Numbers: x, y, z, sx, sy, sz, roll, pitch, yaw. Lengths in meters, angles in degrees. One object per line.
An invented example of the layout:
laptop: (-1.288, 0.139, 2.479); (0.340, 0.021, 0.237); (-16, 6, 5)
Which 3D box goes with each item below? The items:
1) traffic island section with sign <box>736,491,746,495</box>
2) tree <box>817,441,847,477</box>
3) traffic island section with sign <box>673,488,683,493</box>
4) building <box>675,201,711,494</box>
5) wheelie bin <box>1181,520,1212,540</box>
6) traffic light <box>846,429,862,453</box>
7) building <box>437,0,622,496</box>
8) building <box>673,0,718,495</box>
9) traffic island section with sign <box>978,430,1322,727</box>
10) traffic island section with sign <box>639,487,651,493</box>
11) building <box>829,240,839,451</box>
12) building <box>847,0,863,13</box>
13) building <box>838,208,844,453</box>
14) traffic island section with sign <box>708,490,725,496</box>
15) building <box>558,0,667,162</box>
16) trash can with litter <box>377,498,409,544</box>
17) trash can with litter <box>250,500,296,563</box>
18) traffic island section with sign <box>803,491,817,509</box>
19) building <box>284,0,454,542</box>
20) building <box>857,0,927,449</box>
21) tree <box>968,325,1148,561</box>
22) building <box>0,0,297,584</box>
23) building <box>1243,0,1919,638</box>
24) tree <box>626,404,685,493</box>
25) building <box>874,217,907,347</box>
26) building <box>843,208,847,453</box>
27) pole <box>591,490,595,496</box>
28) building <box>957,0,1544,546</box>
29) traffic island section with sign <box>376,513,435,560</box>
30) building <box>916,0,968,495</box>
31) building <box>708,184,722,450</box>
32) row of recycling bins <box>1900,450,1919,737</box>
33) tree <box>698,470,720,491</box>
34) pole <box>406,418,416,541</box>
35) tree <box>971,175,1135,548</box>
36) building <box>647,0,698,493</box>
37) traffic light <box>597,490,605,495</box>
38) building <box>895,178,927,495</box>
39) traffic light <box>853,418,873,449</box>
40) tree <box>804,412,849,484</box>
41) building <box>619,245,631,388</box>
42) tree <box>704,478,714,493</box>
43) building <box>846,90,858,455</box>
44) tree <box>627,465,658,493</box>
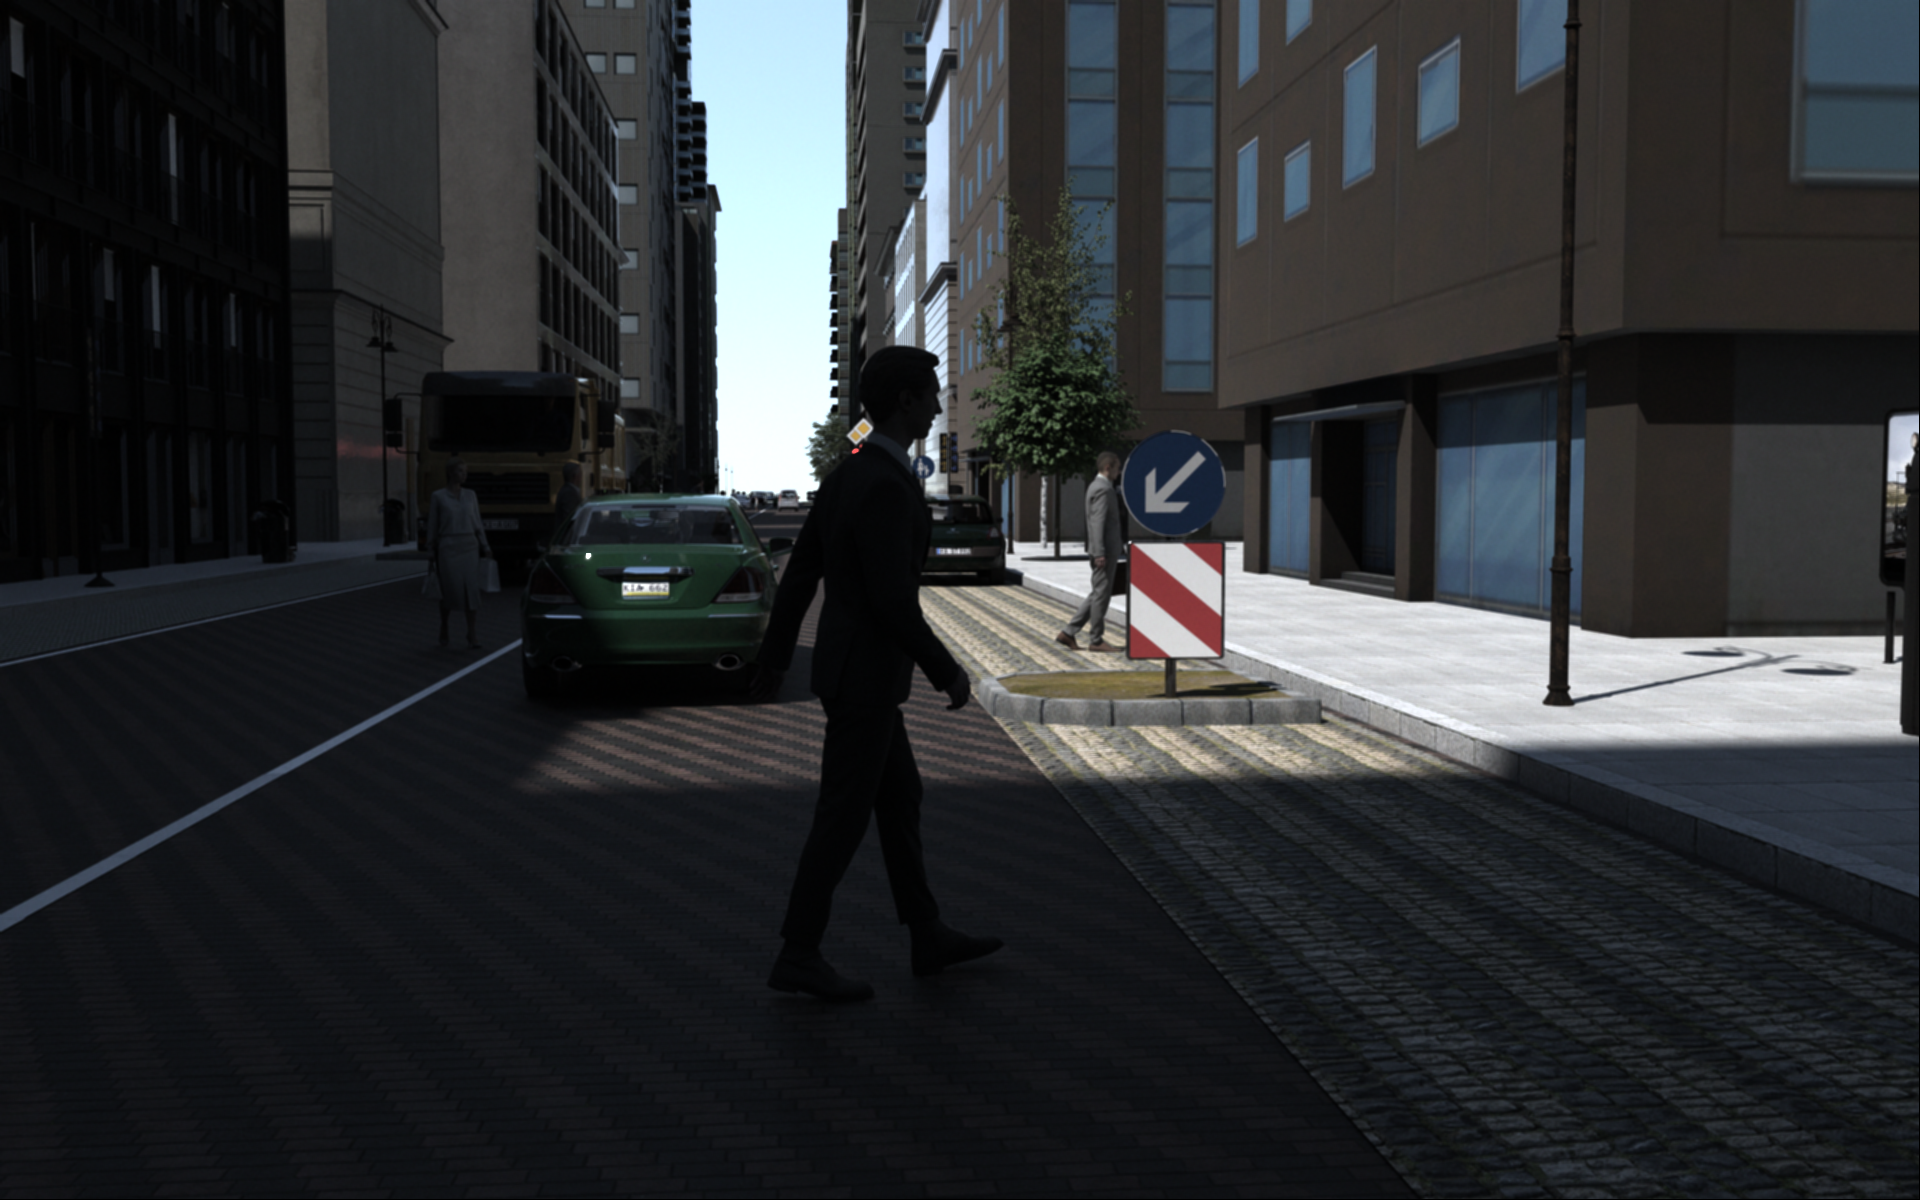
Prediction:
traffic island section with sign: (-34.657, -16.490, 278.230); (1.989, 1.847, 2.006); (0, 4, -5)
tree: (-16.905, -17.219, 231.896); (4.360, 8.622, 3.978); (0, 3, 0)
traffic island section with sign: (-19.538, -6.839, 120.440); (1.989, 1.847, 2.006); (0, 4, -5)
building: (-41.459, -33.754, 235.473); (14.154, 41.232, 14.086); (0, 4, -5)
wheelie bin: (5.465, -1.981, 40.296); (0.980, 1.594, 0.693); (-1, 4, -13)
traffic light: (-4.320, -5.062, 71.686); (0.839, 4.253, 0.868); (0, 4, -5)
building: (-28.453, -17.247, 86.510); (19.350, 26.468, 34.151); (0, 4, -5)
building: (-47.141, -57.712, 256.255); (22.319, 86.520, 31.000); (0, 4, -5)
traffic island section with sign: (1.156, -0.180, 11.565); (1.989, 1.847, 2.006); (0, 4, -5)
traffic island section with sign: (-16.943, -5.190, 93.478); (1.989, 1.847, 2.006); (0, 4, -5)
building: (-10.832, -38.982, 291.972); (22.147, 44.769, 28.867); (0, 4, -5)
building: (-5.299, -47.252, 210.828); (20.563, 71.187, 20.611); (0, 4, -5)
building: (-10.594, -34.637, 249.902); (14.154, 41.232, 14.086); (0, 4, -5)
traffic island section with sign: (-24.160, -9.790, 168.698); (1.989, 1.847, 2.006); (0, 4, -5)
building: (-40.872, -34.752, 157.426); (28.713, 52.752, 27.495); (0, 4, -5)
trash can with litter: (-14.574, -2.033, 44.624); (0.624, 1.170, 1.055); (0, 4, -5)
trash can with litter: (-12.846, -1.290, 32.477); (0.624, 1.170, 1.055); (0, 4, -8)
traffic island section with sign: (-16.676, -11.565, 197.714); (1.989, 1.847, 2.006); (0, 4, -5)
building: (-31.456, -13.346, 51.486); (30.059, 22.955, 16.112); (0, 4, -5)
building: (1.473, -32.905, 161.700); (21.300, 48.544, 21.600); (0, 4, -5)
tree: (1.961, -3.050, 33.577); (4.285, 4.588, 4.351); (0, 3, 0)
building: (-20.264, -12.238, 29.762); (12.332, 23.373, 15.834); (0, 4, -5)
building: (11.853, -22.702, 21.293); (14.600, 45.320, 14.200); (0, 4, -5)
tree: (-23.980, -11.450, 137.573); (4.360, 8.622, 3.978); (0, 3, 0)
building: (-0.964, -16.883, 126.941); (10.553, 20.767, 40.483); (0, 4, -5)
building: (-5.482, -31.205, 193.793); (14.154, 41.232, 14.086); (0, 4, -5)
pole: (-18.530, -5.723, 87.407); (0.158, 3.312, 0.155); (0, 3, 0)
building: (7.447, -24.561, 51.691); (14.600, 45.320, 14.200); (0, 4, -5)
traffic island section with sign: (-11.648, -1.808, 38.194); (1.989, 1.847, 2.006); (0, 4, -5)
building: (8.501, -17.954, 79.456); (20.117, 28.700, 13.634); (0, 4, -5)
building: (-54.033, -42.613, 285.954); (28.713, 52.752, 27.495); (0, 4, -5)
row of recycling bins: (6.810, -0.132, 9.276); (3.534, 1.692, 1.069); (-1, 4, -10)
tree: (-32.364, -14.548, 221.570); (4.285, 4.588, 4.351); (0, 3, 0)
pole: (-14.849, -3.241, 46.833); (0.158, 3.312, 0.155); (0, 3, 0)
tree: (2.018, -5.535, 40.867); (4.737, 8.622, 4.395); (0, 3, 0)
building: (-38.291, -45.442, 181.227); (20.563, 71.187, 20.611); (0, 4, -5)
traffic light: (-14.732, -5.000, 70.676); (0.839, 4.253, 0.868); (0, 4, -5)
building: (2.014, -14.908, 98.491); (10.420, 20.320, 16.860); (0, 4, -5)
traffic light: (-3.558, -4.576, 63.737); (0.839, 4.253, 0.868); (0, 4, -5)
tree: (-17.652, -19.600, 238.589); (7.486, 12.596, 7.792); (0, 3, 0)
building: (-28.529, -17.015, 114.346); (11.583, 22.565, 21.152); (0, 4, -5)
tree: (-30.106, -13.143, 209.487); (1.663, 3.219, 1.824); (0, 3, 0)
building: (-4.190, -30.317, 179.273); (14.154, 41.232, 14.086); (0, 4, -5)
tree: (-21.382, -7.371, 115.122); (1.663, 3.219, 1.824); (0, 3, 0)
